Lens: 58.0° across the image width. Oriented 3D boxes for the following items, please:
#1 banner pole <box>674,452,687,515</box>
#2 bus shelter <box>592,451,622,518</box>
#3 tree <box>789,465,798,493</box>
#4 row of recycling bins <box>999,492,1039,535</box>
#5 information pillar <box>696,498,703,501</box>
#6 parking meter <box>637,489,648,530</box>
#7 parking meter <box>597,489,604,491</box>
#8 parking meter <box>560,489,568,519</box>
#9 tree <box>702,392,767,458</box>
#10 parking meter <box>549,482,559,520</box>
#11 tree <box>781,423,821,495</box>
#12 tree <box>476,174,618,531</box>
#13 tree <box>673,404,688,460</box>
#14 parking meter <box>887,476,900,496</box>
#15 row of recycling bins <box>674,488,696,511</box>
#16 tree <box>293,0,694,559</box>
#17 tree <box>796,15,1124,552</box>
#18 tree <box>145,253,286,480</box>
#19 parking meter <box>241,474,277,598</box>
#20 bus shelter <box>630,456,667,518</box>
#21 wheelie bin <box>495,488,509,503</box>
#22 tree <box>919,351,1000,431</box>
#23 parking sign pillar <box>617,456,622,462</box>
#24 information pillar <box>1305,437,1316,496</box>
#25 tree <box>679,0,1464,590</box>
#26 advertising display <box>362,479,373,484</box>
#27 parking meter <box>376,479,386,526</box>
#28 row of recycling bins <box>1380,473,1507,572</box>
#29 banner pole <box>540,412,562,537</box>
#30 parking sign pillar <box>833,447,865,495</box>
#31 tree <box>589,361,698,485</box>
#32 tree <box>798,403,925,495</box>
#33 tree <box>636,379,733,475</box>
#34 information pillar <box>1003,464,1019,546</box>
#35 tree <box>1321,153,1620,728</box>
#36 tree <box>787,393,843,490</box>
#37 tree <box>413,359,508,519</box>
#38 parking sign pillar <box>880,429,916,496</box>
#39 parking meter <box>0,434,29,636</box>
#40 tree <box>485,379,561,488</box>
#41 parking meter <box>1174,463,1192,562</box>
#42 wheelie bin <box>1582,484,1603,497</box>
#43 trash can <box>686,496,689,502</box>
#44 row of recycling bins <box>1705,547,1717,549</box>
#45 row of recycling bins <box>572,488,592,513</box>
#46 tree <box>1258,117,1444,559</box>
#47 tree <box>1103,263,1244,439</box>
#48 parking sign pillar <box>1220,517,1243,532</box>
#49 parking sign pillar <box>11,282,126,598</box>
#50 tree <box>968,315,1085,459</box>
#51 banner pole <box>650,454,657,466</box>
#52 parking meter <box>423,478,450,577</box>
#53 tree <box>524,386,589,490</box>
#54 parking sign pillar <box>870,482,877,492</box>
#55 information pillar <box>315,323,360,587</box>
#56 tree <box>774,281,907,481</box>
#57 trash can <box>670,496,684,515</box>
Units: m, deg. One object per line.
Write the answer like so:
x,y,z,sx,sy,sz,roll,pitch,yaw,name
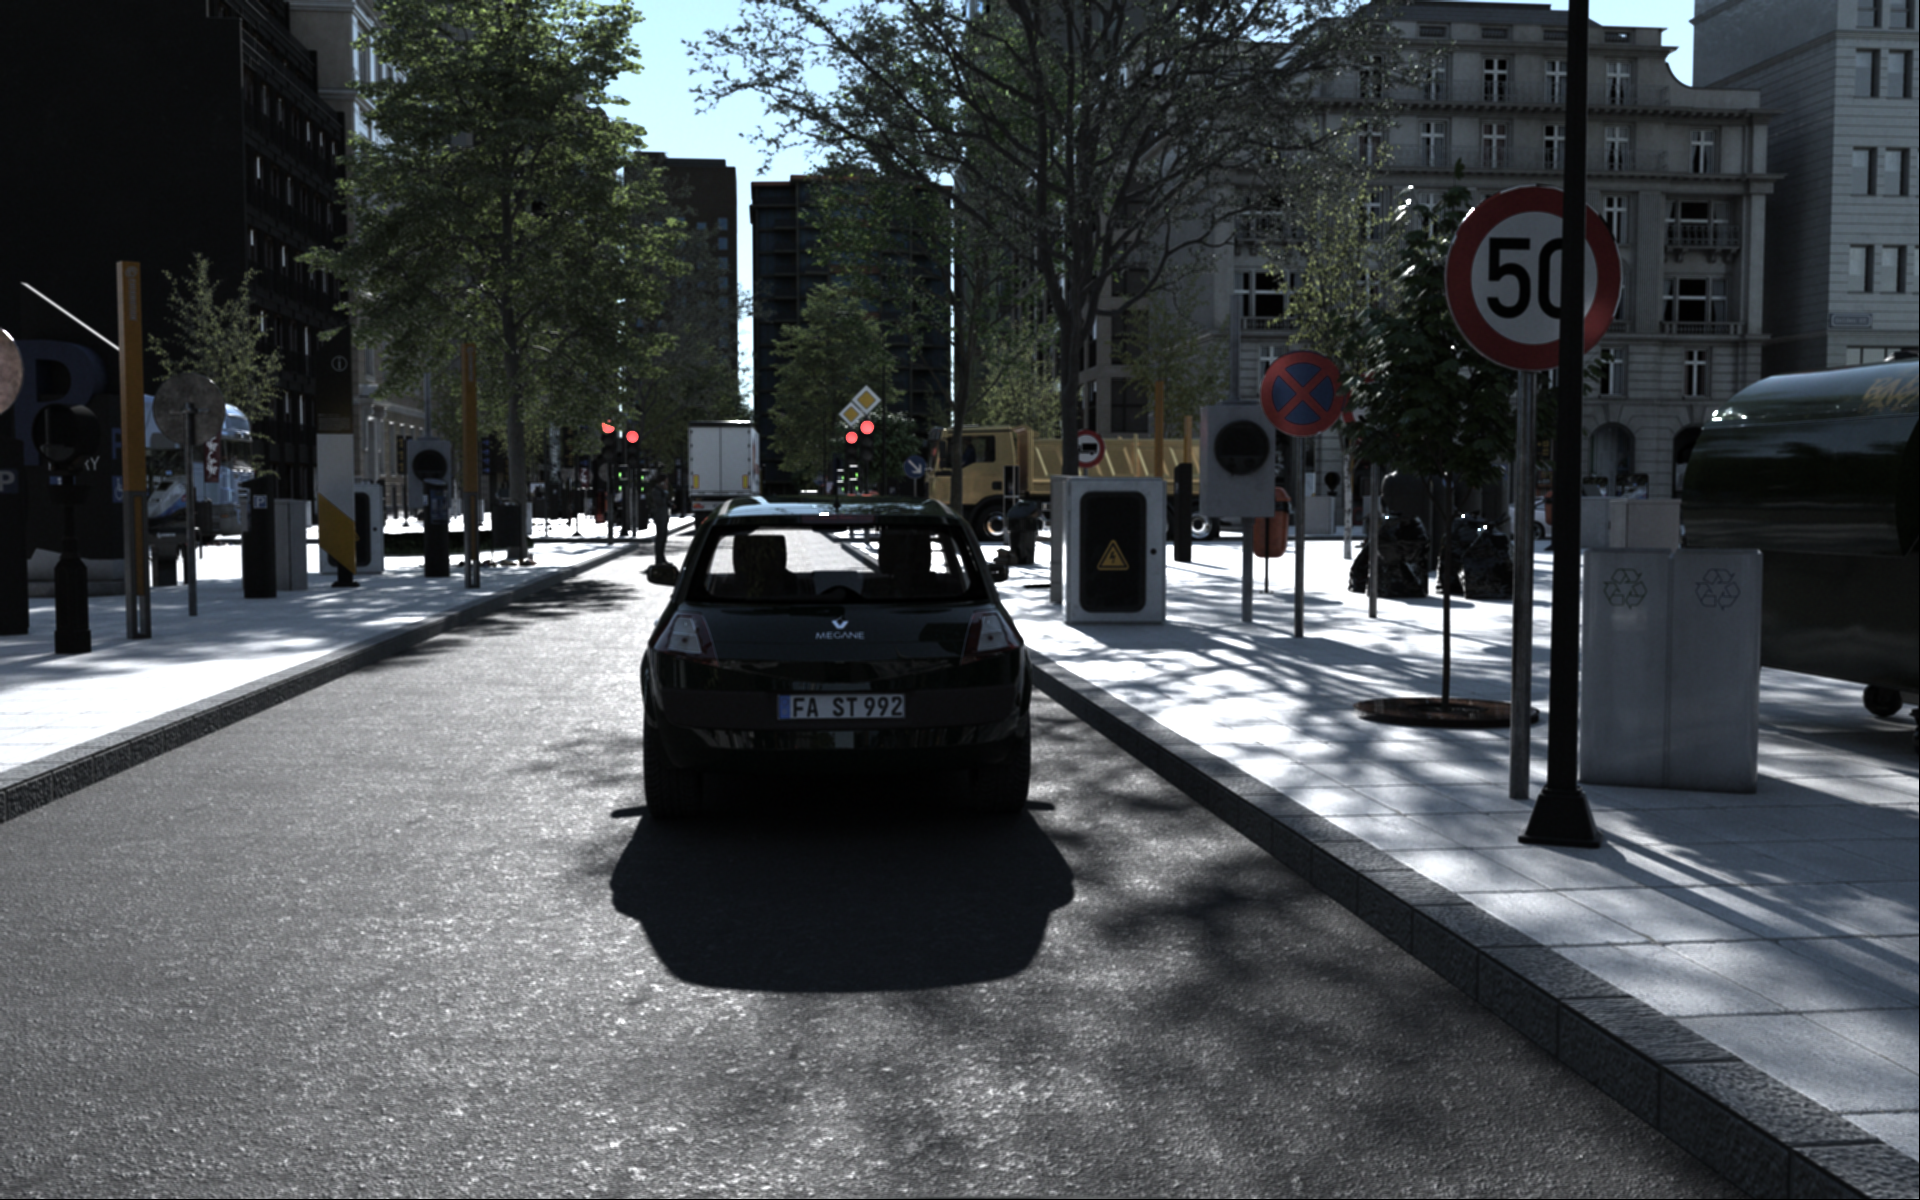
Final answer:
-16.697,-6.969,103.960,0.863,3.779,0.401,-1,4,-13,banner pole
-19.616,-6.517,97.828,1.731,3.624,6.357,0,4,-6,bus shelter
-12.039,-9.478,138.686,4.285,4.588,4.351,0,3,0,tree
1.805,-2.958,55.472,1.069,1.692,3.534,-1,4,-11,row of recycling bins
-16.256,-7.149,108.243,0.504,3.616,0.183,-1,4,-20,information pillar
-11.461,-3.312,62.563,0.372,1.533,0.369,0,3,0,parking meter
-19.434,-5.218,93.722,0.372,1.533,0.369,0,3,0,parking meter
-20.135,-4.890,88.369,0.372,1.533,0.369,0,3,0,parking meter
-25.882,-17.339,190.141,9.857,13.997,8.962,0,3,0,tree
-20.214,-4.928,86.283,0.399,1.863,0.255,-3,4,-39,parking meter
-14.813,-12.836,160.236,4.360,8.622,3.978,0,3,0,tree
-11.514,-9.155,60.052,12.009,13.543,11.850,0,3,0,tree
-20.065,-12.938,137.288,9.928,11.665,9.643,0,3,0,tree
-2.177,-3.119,56.705,0.399,1.863,0.255,1,4,9,parking meter
-19.715,-7.142,123.888,1.069,1.692,3.534,-2,4,-31,row of recycling bins
-9.178,-7.112,34.402,7.486,12.596,7.792,0,3,0,tree
0.046,-6.862,37.954,9.928,11.665,9.643,0,3,0,tree
-22.394,-6.254,52.623,4.360,8.622,3.978,0,3,0,tree
-8.676,-0.796,21.432,0.372,1.533,0.369,0,3,0,parking meter
-17.259,-6.199,95.272,2.014,3.302,5.546,0,4,-7,bus shelter
-25.641,-5.473,97.393,0.980,1.594,0.693,-2,4,-27,wheelie bin
0.180,-8.355,86.967,4.737,8.622,4.395,0,3,0,tree
-21.396,-7.239,106.833,1.447,3.967,1.447,0,4,-8,parking sign pillar
13.484,-4.619,66.876,0.183,3.616,0.504,-3,5,-43,information pillar
1.525,-6.894,23.089,12.009,13.543,11.850,0,3,0,tree
-26.221,-4.352,76.370,0.974,1.923,0.123,2,4,33,advertising display
-23.188,-3.893,69.368,0.255,1.863,0.399,-2,4,-33,parking meter
8.281,-1.382,29.709,1.069,1.692,3.534,3,5,43,row of recycling bins
-12.072,-3.739,51.149,0.863,3.779,0.401,2,4,32,banner pole
-5.513,-5.703,81.710,1.447,3.967,1.447,-2,4,-31,parking sign pillar
-15.127,-8.290,85.910,4.737,8.622,4.395,0,3,0,tree
-2.897,-4.641,59.596,4.285,4.588,4.351,0,3,0,tree
-19.578,-11.728,126.158,8.767,10.594,7.601,-1,4,-20,tree
1.278,-2.365,43.152,0.304,2.012,0.304,2,4,26,information pillar
2.934,-0.936,9.911,1.663,3.219,1.824,0,3,0,tree
-9.633,-10.368,119.875,4.737,8.622,4.395,0,3,0,tree
-25.228,-8.370,87.207,4.737,8.622,4.395,0,3,0,tree
-2.347,-5.061,71.212,1.447,3.967,1.447,2,4,24,parking sign pillar
-8.724,-0.615,15.770,0.255,1.863,0.399,3,4,36,parking meter
-25.218,-9.205,100.869,4.360,8.622,3.978,0,3,0,tree
4.231,-1.662,32.882,0.255,1.863,0.399,-1,4,-11,parking meter
19.960,-2.885,55.077,0.980,1.594,0.693,-1,4,-22,wheelie bin
-18.067,-6.220,113.354,0.748,1.137,0.748,0,3,0,trash can
8.596,-0.520,15.621,3.534,1.692,1.069,2,4,34,row of recycling bins
-25.002,-6.651,115.861,1.069,1.692,3.534,1,4,20,row of recycling bins
7.659,-5.092,33.613,4.360,8.622,3.978,0,3,0,tree
6.683,-6.380,54.681,4.737,8.622,4.395,0,3,0,tree
9.552,-4.338,59.395,1.447,3.967,1.447,3,4,36,parking sign pillar
-11.310,-2.051,22.011,1.447,3.967,1.447,0,4,5,parking sign pillar
2.831,-7.369,70.848,4.360,8.622,3.978,0,3,0,tree
-19.200,-7.256,108.644,0.863,3.779,0.401,2,4,34,banner pole
-8.106,-1.125,26.807,0.372,1.533,0.369,0,3,0,parking meter
-24.889,-9.748,109.745,4.737,8.622,4.395,0,3,0,tree
-4.884,-6.725,98.431,1.447,3.967,1.447,-3,5,-40,parking sign pillar
-8.574,-1.985,23.817,0.504,3.616,0.183,0,4,-8,information pillar
-6.569,-10.681,92.759,7.486,12.596,7.792,0,3,0,tree
-17.876,-5.880,107.798,0.748,1.137,0.748,0,3,0,trash can
